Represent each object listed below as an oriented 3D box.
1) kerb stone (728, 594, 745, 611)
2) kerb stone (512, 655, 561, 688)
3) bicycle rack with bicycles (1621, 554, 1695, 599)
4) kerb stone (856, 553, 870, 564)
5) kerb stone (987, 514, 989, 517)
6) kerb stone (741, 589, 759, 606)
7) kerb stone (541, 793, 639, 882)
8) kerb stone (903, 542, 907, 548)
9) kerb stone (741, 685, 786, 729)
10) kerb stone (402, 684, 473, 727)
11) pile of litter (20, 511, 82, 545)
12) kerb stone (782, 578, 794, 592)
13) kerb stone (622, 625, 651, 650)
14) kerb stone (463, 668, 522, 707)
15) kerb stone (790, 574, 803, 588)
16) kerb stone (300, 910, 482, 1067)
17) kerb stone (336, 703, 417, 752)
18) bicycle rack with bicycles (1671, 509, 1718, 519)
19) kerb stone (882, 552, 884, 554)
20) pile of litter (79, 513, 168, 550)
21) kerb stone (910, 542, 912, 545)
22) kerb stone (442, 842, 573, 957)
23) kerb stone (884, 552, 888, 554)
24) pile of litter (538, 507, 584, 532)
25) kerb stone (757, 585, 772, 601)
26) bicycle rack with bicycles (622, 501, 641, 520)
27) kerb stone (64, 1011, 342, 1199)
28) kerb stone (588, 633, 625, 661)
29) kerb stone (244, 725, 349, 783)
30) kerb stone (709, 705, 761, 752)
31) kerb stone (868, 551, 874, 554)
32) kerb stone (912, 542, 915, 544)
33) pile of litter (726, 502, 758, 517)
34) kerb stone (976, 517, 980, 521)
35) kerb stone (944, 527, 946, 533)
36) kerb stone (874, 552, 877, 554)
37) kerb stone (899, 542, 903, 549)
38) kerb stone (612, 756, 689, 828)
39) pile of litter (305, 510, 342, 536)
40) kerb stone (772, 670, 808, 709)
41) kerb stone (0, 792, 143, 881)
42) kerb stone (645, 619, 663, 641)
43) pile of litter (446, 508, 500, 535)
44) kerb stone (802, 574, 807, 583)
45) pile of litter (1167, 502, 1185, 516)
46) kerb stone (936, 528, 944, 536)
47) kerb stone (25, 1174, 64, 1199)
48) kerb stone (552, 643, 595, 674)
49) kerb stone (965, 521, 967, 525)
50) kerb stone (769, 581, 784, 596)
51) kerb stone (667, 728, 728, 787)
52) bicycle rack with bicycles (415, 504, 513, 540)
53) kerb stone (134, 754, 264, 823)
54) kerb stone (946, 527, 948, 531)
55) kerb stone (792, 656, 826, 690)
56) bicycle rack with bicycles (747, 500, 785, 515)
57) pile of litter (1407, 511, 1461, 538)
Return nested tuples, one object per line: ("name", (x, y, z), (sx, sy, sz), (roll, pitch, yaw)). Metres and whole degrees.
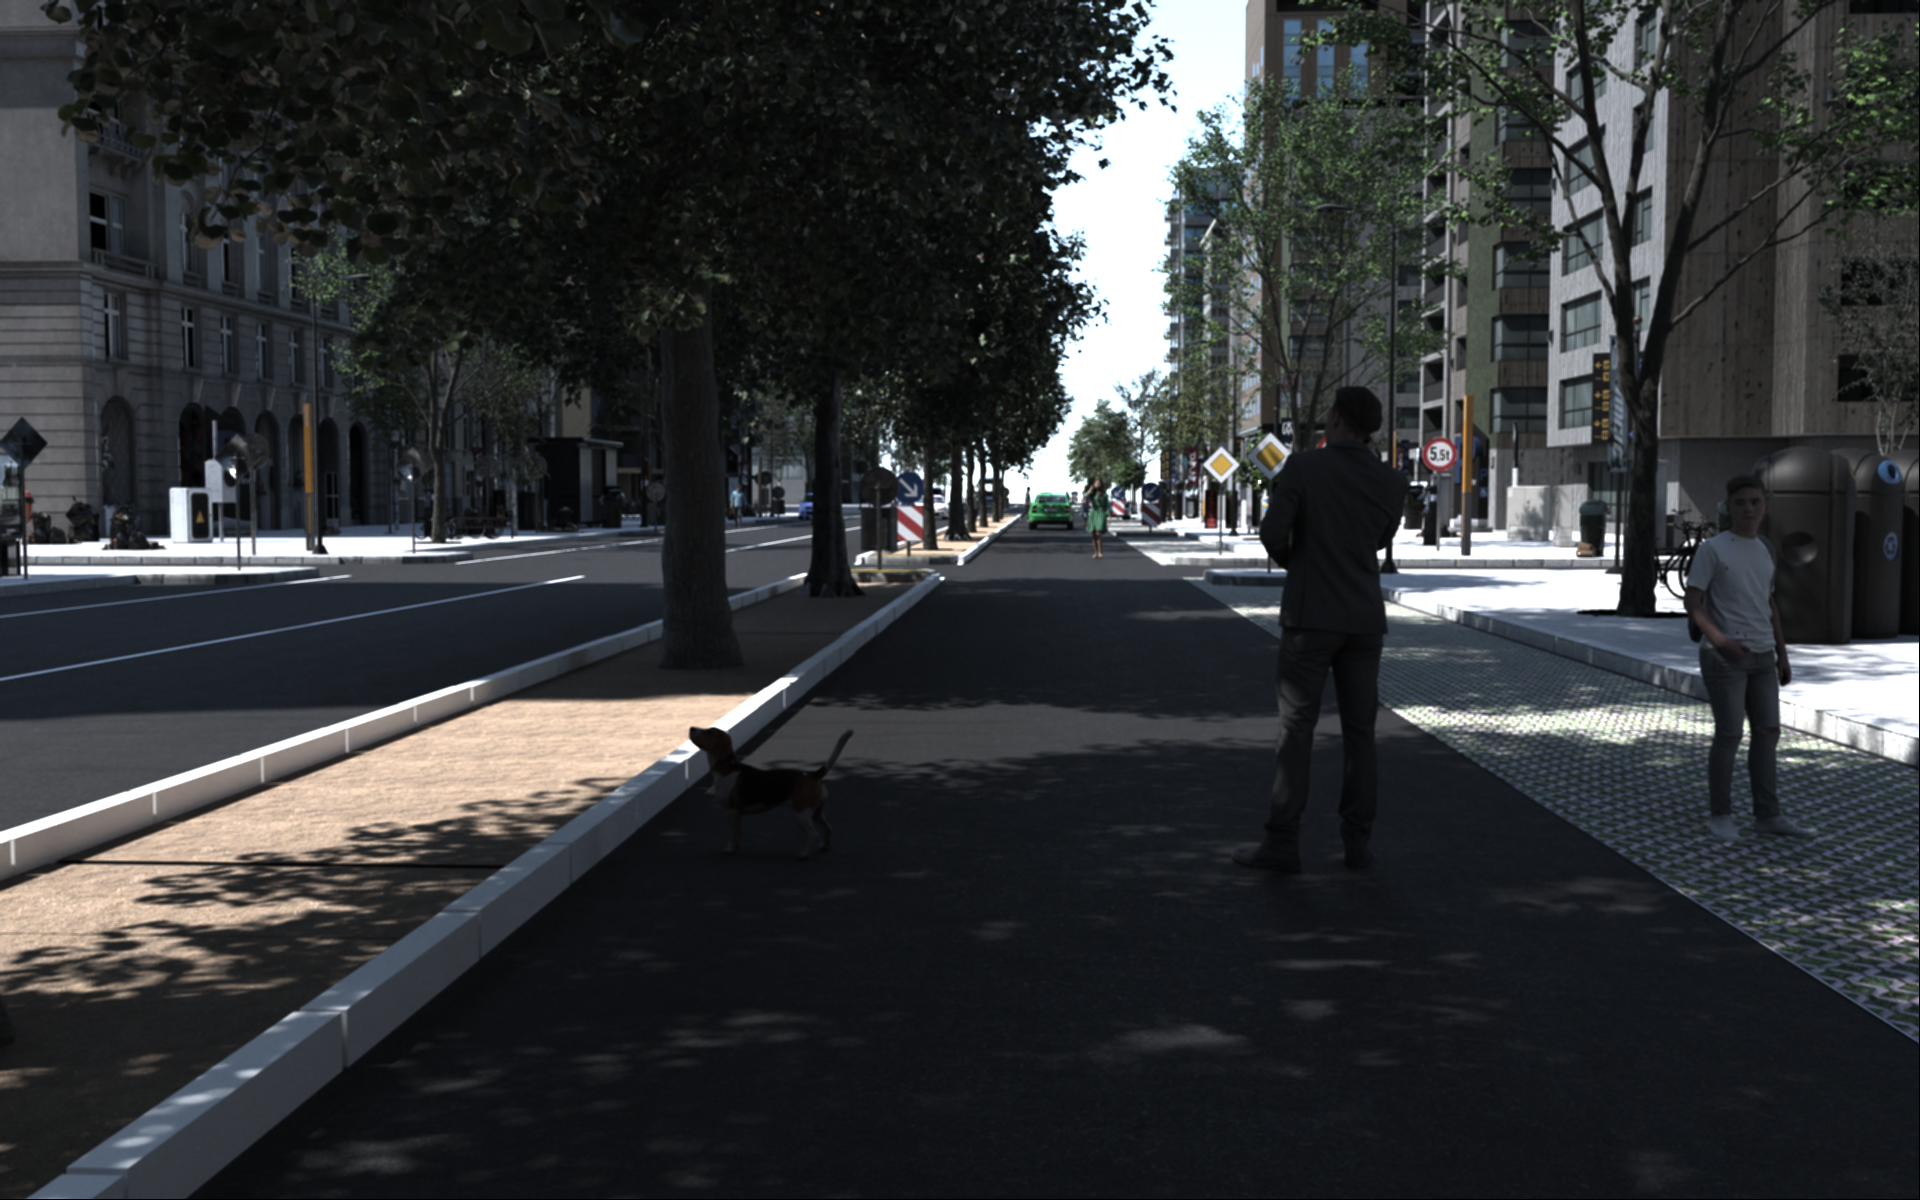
("kerb stone", (-2.831, 0.057, 21.309), (0.120, 0.150, 1.000), (0, 4, 3))
("kerb stone", (-3.240, 0.556, 13.104), (0.120, 0.150, 1.000), (0, 4, 3))
("bicycle rack with bicycles", (9.382, -0.458, 20.863), (2.925, 0.926, 2.852), (0, 4, -7))
("kerb stone", (-2.055, -0.855, 36.182), (0.120, 0.150, 1.000), (0, 4, 3))
("kerb stone", (1.740, -5.358, 109.878), (0.120, 0.150, 1.000), (0, 4, 3))
("kerb stone", (-2.771, -0.006, 22.336), (0.120, 0.150, 1.000), (0, 4, 3))
("kerb stone", (-1.462, 0.938, 6.867), (0.120, 0.150, 1.000), (0, 4, 3))
("kerb stone", (-1.521, -1.480, 46.396), (0.120, 0.150, 1.000), (0, 4, 3))
("kerb stone", (-1.251, 0.687, 10.961), (0.120, 0.150, 1.000), (0, 4, 3))
("kerb stone", (-3.350, 0.681, 11.061), (0.120, 0.150, 1.000), (0, 4, 3))
("pile of litter", (-23.443, -1.855, 44.291), (1.719, 0.858, 1.176), (0, 4, 3))
("kerb stone", (-2.605, -0.192, 25.406), (0.120, 0.150, 1.000), (0, 4, 3))
("kerb stone", (-3.089, 0.375, 16.181), (0.120, 0.150, 1.000), (0, 4, 3))
("kerb stone", (-3.287, 0.620, 12.081), (0.120, 0.150, 1.000), (0, 4, 3))
("kerb stone", (-2.560, -0.259, 26.429), (0.120, 0.150, 1.000), (0, 4, 3))
("kerb stone", (-1.564, 1.065, 4.825), (0.120, 0.150, 1.000), (0, 4, 3))
("kerb stone", (-3.404, 0.747, 10.039), (0.120, 0.150, 1.000), (0, 4, 3))
("bicycle rack with bicycles", (16.877, -1.648, 40.322), (2.852, 0.926, 2.925), (-2, 4, -32))
("kerb stone", (-1.891, -1.040, 39.246), (0.120, 0.150, 1.000), (0, 4, 3))
("pile of litter", (-19.213, -1.597, 40.073), (1.719, 0.858, 1.176), (2, 4, 24))
("kerb stone", (-1.470, -1.541, 47.417), (0.120, 0.150, 1.000), (0, 4, 3))
("kerb stone", (-1.513, 1.000, 5.846), (0.120, 0.150, 1.000), (0, 4, 3))
("kerb stone", (-1.839, -1.103, 40.267), (0.120, 0.150, 1.000), (0, 4, 3))
("pile of litter", (-13.325, -2.703, 58.164), (1.719, 0.858, 1.176), (1, 4, 15))
("kerb stone", (-2.708, -0.070, 23.356), (0.120, 0.150, 1.000), (0, 4, 3))
("bicycle rack with bicycles", (-16.734, -4.375, 84.906), (2.925, 0.926, 2.852), (3, 5, 41))
("kerb stone", (-1.620, 1.127, 3.804), (0.120, 0.150, 1.000), (0, 4, 3))
("kerb stone", (-3.141, 0.431, 15.155), (0.120, 0.150, 1.000), (0, 4, 3))
("kerb stone", (-3.454, 0.807, 9.006), (0.120, 0.150, 1.000), (0, 4, 3))
("kerb stone", (-1.299, 0.750, 9.934), (0.120, 0.150, 1.000), (0, 4, 3))
("kerb stone", (-2.002, -0.918, 37.205), (0.120, 0.150, 1.000), (0, 4, 3))
("kerb stone", (-1.423, -1.593, 48.438), (0.120, 0.150, 1.000), (0, 4, 3))
("pile of litter", (-12.216, -5.123, 97.732), (1.719, 0.858, 1.176), (0, 4, -1))
("kerb stone", (1.113, -4.607, 97.595), (0.120, 0.150, 1.000), (0, 4, 3))
("kerb stone", (-0.687, -2.477, 62.780), (0.120, 0.150, 1.000), (0, 4, 3))
("kerb stone", (-1.951, -0.980, 38.225), (0.120, 0.150, 1.000), (0, 4, 3))
("kerb stone", (-1.633, -1.355, 44.353), (0.120, 0.150, 1.000), (0, 4, 3))
("kerb stone", (-1.413, 0.875, 7.892), (0.120, 0.150, 1.000), (0, 4, 3))
("pile of litter", (-19.966, -2.464, 54.259), (1.176, 0.858, 1.719), (0, 4, -1))
("kerb stone", (-1.196, 0.628, 11.989), (0.120, 0.150, 1.000), (0, 4, 3))
("kerb stone", (-3.557, 0.932, 6.956), (0.120, 0.150, 1.000), (0, 4, 3))
("kerb stone", (-3.029, 0.305, 17.202), (0.120, 0.150, 1.000), (0, 4, 3))
("pile of litter", (-15.440, -2.486, 54.617), (1.719, 0.858, 1.176), (0, 4, -4))
("kerb stone", (-2.498, -0.319, 27.449), (0.120, 0.150, 1.000), (0, 4, 3))
("pile of litter", (12.604, -5.444, 102.974), (1.176, 0.858, 1.719), (-2, 4, -32))
("kerb stone", (-0.737, -2.420, 61.758), (0.120, 0.150, 1.000), (0, 4, 3))
("kerb stone", (-1.662, 1.190, 2.774), (0.120, 0.150, 1.000), (0, 4, 3))
("kerb stone", (-3.189, 0.493, 14.134), (0.120, 0.150, 1.000), (0, 4, 3))
("kerb stone", (0.427, -3.798, 84.289), (0.120, 0.150, 1.000), (0, 4, 3))
("kerb stone", (-2.654, -0.134, 24.383), (0.120, 0.150, 1.000), (0, 4, 3))
("kerb stone", (-1.358, 0.815, 8.913), (0.120, 0.150, 1.000), (0, 4, 3))
("bicycle rack with bicycles", (-14.143, -2.202, 49.388), (2.925, 0.926, 2.852), (-2, 4, -34))
("kerb stone", (-3.504, 0.870, 7.977), (0.120, 0.150, 1.000), (0, 4, 3))
("kerb stone", (-0.631, -2.542, 63.800), (0.120, 0.150, 1.000), (0, 4, 3))
("kerb stone", (-1.148, 0.561, 13.020), (0.120, 0.150, 1.000), (0, 4, 3))
("bicycle rack with bicycles", (-12.262, -5.795, 108.130), (2.925, 0.926, 2.852), (-2, 4, -23))
("pile of litter", (14.100, -2.288, 51.366), (1.176, 0.858, 1.719), (-2, 4, -26))
